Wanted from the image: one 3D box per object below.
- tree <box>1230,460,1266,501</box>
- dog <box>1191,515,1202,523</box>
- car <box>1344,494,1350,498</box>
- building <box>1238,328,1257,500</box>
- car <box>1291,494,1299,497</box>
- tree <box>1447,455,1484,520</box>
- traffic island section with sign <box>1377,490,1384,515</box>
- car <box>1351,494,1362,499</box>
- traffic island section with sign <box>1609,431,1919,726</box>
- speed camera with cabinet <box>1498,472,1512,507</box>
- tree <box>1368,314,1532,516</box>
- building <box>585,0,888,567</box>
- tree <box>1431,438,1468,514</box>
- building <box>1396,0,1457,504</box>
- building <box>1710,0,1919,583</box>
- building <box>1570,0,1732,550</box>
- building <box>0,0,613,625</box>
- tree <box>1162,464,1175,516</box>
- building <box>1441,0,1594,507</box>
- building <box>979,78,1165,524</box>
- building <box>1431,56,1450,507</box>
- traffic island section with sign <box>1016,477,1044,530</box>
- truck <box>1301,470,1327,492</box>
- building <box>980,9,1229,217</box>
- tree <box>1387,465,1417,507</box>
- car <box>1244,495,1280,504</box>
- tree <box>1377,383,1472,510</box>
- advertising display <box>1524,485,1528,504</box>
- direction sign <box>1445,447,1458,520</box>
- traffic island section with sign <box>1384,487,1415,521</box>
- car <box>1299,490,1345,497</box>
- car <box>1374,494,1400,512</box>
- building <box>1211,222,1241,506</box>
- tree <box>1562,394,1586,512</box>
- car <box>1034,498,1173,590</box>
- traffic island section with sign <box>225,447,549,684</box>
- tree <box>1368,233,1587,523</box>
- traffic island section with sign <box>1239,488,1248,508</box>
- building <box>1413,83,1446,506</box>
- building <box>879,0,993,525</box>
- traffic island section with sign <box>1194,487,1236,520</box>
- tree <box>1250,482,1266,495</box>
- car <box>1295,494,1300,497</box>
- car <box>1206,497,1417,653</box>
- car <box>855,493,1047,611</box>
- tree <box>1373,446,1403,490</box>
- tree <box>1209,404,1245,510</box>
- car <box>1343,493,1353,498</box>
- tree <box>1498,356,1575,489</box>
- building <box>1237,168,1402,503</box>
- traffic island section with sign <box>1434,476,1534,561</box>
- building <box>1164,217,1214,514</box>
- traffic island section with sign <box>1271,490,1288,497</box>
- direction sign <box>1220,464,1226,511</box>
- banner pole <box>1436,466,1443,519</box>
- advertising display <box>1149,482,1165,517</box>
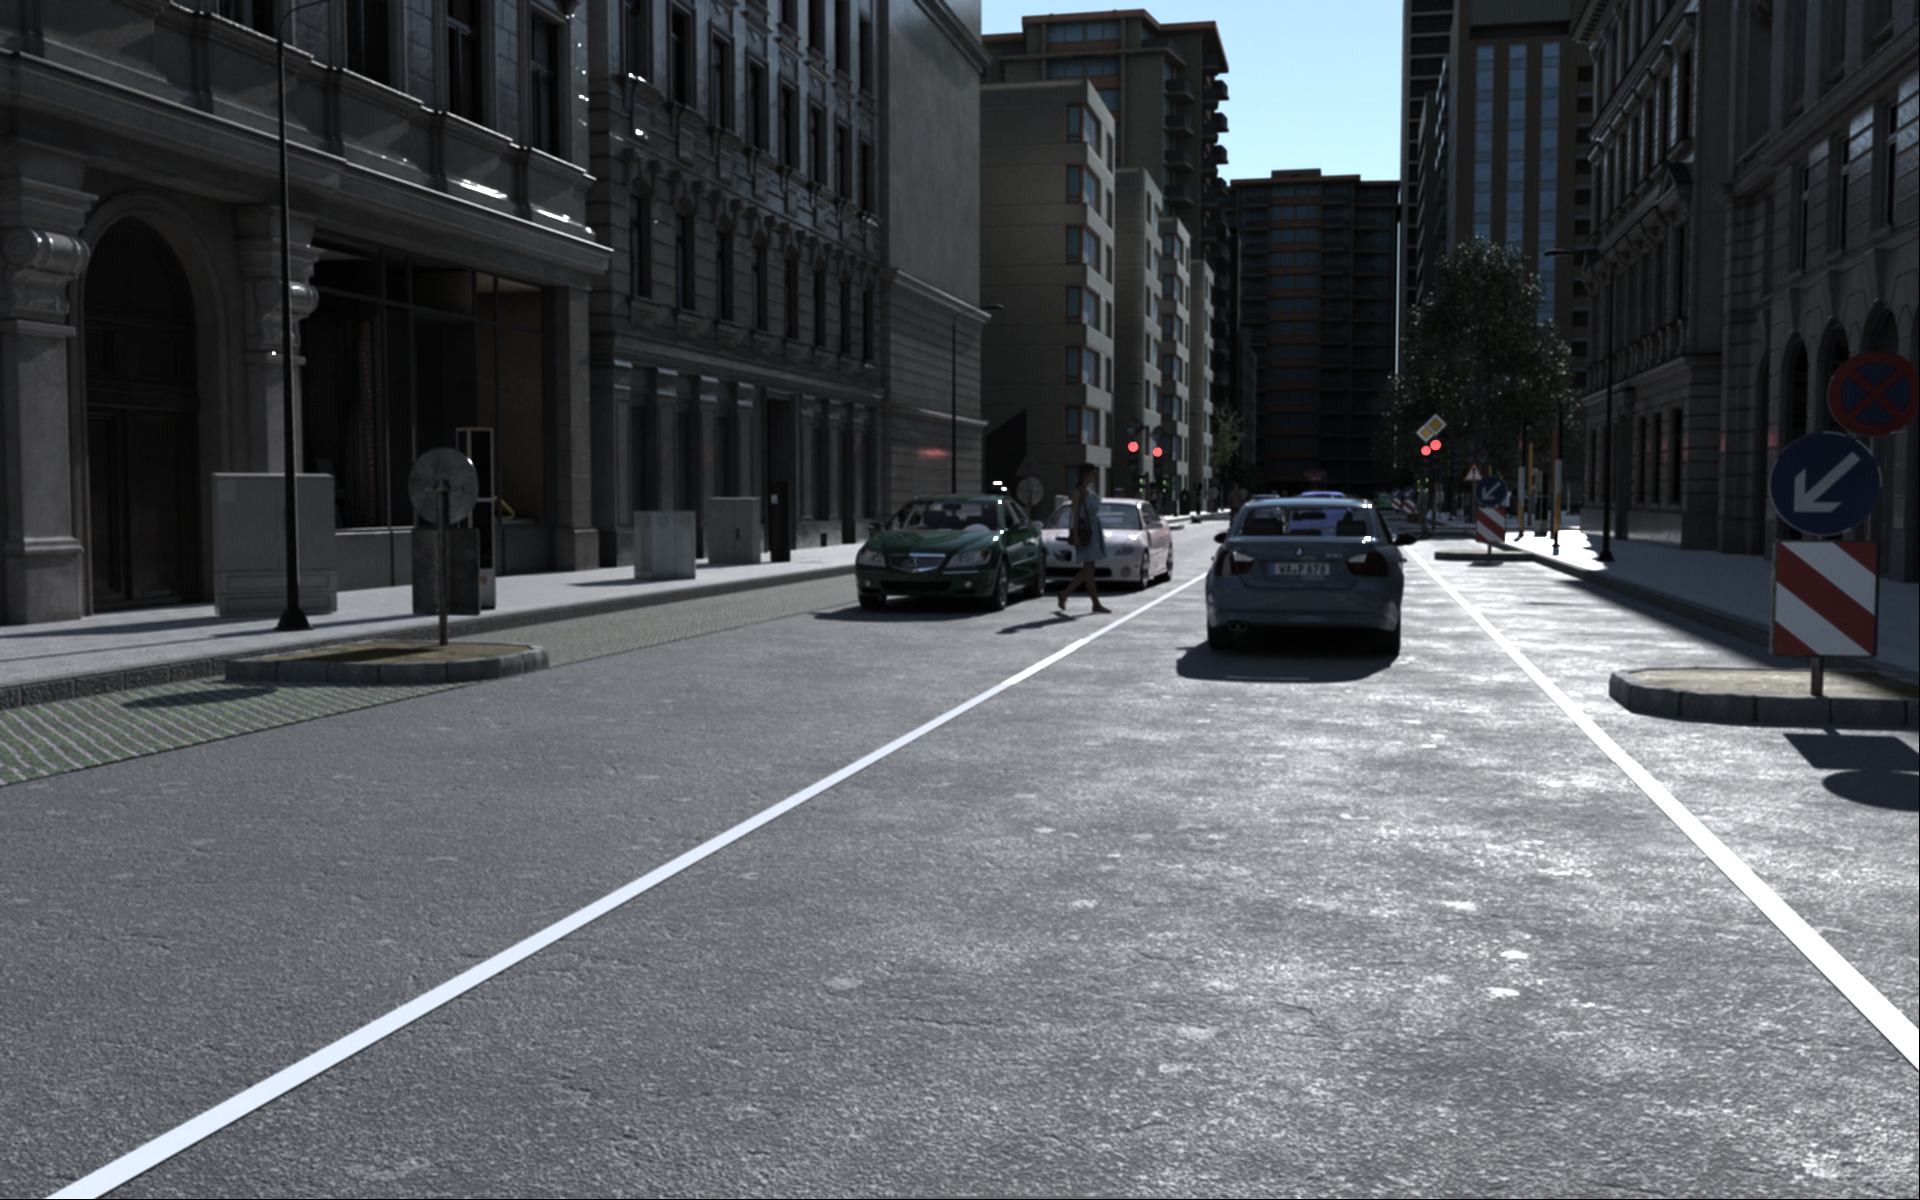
[{"bbox_3d":[27.725,-11.195,166.747,4.285,4.588,4.351,0,3,0],"label":"tree"},{"bbox_3d":[11.486,-3.925,84.374,0.550,0.427,0.748,-2,4,-33],"label":"dog"},{"bbox_3d":[20.719,-5.094,95.083,2.131,1.459,4.920,1,4,13],"label":"car"},{"bbox_3d":[19.865,-22.095,206.300,28.899,21.520,27.650,1,4,13],"label":"building"},{"bbox_3d":[32.367,-9.391,165.335,2.131,1.459,4.920,1,4,14],"label":"car"},{"bbox_3d":[24.987,-5.566,85.607,1.663,3.219,1.824,0,3,0],"label":"tree"},{"bbox_3d":[29.897,-6.765,119.227,1.989,1.847,2.006,1,4,13],"label":"traffic island section with sign"},{"bbox_3d":[43.316,-11.132,190.804,1.959,1.807,4.718,1,4,13],"label":"car"},{"bbox_3d":[5.534,-0.191,11.743,1.989,1.847,2.006,1,4,13],"label":"traffic island section with sign"},{"bbox_3d":[41.158,-8.352,130.896,0.660,3.252,2.038,-1,4,-9],"label":"speed camera with cabinet"},{"bbox_3d":[29.680,-11.792,103.165,12.009,13.543,11.850,0,3,0],"label":"tree"},{"bbox_3d":[-8.599,-11.635,39.390,9.793,20.994,18.267,1,4,13],"label":"building"},{"bbox_3d":[31.556,-10.002,113.895,4.360,8.622,3.978,0,3,0],"label":"tree"},{"bbox_3d":[69.388,-48.508,231.359,20.611,71.187,20.563,1,4,13],"label":"building"},{"bbox_3d":[19.716,-11.184,24.663,13.314,21.916,24.055,1,4,13],"label":"building"},{"bbox_3d":[23.058,-11.140,46.765,10.561,19.102,19.286,1,4,13],"label":"building"},{"bbox_3d":[-14.855,-9.766,10.579,10.553,20.767,40.483,1,4,13],"label":"building"},{"bbox_3d":[12.230,-6.641,103.175,1.663,3.219,1.824,0,3,0],"label":"tree"},{"bbox_3d":[49.848,-30.621,150.760,14.600,45.320,14.200,1,4,13],"label":"building"},{"bbox_3d":[-5.004,-14.943,89.352,27.650,21.520,28.899,1,4,13],"label":"building"},{"bbox_3d":[58.826,-33.767,171.702,23.786,49.044,30.456,1,4,13],"label":"building"},{"bbox_3d":[1.605,-1.959,40.651,1.989,1.847,2.006,1,4,13],"label":"traffic island section with sign"},{"bbox_3d":[41.427,-13.045,202.202,2.839,4.237,11.283,1,4,13],"label":"truck"},{"bbox_3d":[13.238,-30.989,161.293,22.147,44.769,28.867,1,4,13],"label":"building"},{"bbox_3d":[43.724,-11.488,171.535,4.285,4.588,4.351,0,3,0],"label":"tree"},{"bbox_3d":[13.880,-4.076,78.651,2.014,1.417,4.499,1,4,14],"label":"car"},{"bbox_3d":[38.123,-13.190,141.405,9.928,11.665,9.643,0,3,0],"label":"tree"},{"bbox_3d":[40.153,-7.127,121.742,0.974,1.923,0.123,2,4,35],"label":"advertising display"},{"bbox_3d":[23.864,-5.636,84.139,0.876,3.537,0.379,-2,4,-32],"label":"direction sign"},{"bbox_3d":[23.877,-5.141,92.680,1.989,1.847,2.006,1,4,13],"label":"traffic island section with sign"},{"bbox_3d":[9.579,-2.220,45.887,1.945,1.707,3.694,1,4,11],"label":"car"},{"bbox_3d":[32.224,-7.445,130.516,1.959,1.807,4.718,1,4,13],"label":"car"},{"bbox_3d":[21.848,-25.081,181.775,14.160,30.474,14.107,1,4,13],"label":"building"},{"bbox_3d":[43.021,-10.503,122.085,4.360,8.622,3.978,0,3,0],"label":"tree"},{"bbox_3d":[2.251,-0.923,27.451,2.083,1.381,4.827,1,4,14],"label":"car"},{"bbox_3d":[-4.446,-0.326,13.956,1.989,1.847,2.006,1,4,13],"label":"traffic island section with sign"},{"bbox_3d":[22.924,-9.740,76.263,9.611,12.733,9.660,0,3,0],"label":"tree"},{"bbox_3d":[19.830,-6.876,121.043,1.989,1.847,2.006,1,4,13],"label":"traffic island section with sign"},{"bbox_3d":[63.345,-35.085,197.343,21.300,48.544,21.600,1,4,13],"label":"building"},{"bbox_3d":[-16.868,-14.572,57.344,34.723,24.649,14.460,1,4,13],"label":"building"},{"bbox_3d":[13.836,-5.257,94.583,1.989,1.847,2.006,1,4,13],"label":"traffic island section with sign"},{"bbox_3d":[34.005,-12.277,195.334,1.663,3.219,1.824,0,3,0],"label":"tree"},{"bbox_3d":[10.939,-2.543,53.375,2.131,1.459,4.920,1,4,11],"label":"car"},{"bbox_3d":[3.455,-0.308,17.034,2.014,1.417,4.499,1,4,14],"label":"car"},{"bbox_3d":[-0.025,-0.680,22.920,2.131,1.459,4.920,1,4,12],"label":"car"},{"bbox_3d":[53.915,-16.256,216.145,4.737,8.622,4.395,0,3,0],"label":"tree"},{"bbox_3d":[21.094,-11.636,140.607,4.360,8.622,3.978,0,3,0],"label":"tree"},{"bbox_3d":[25.348,-6.481,115.001,2.155,1.783,4.494,1,4,14],"label":"car"},{"bbox_3d":[28.632,-8.298,86.040,4.737,8.622,4.395,0,3,0],"label":"tree"},{"bbox_3d":[44.980,-35.582,236.385,28.867,44.769,22.147,1,4,13],"label":"building"},{"bbox_3d":[11.483,-1.799,38.036,1.989,1.847,2.006,1,4,13],"label":"traffic island section with sign"},{"bbox_3d":[3.234,-17.138,125.252,27.650,21.520,28.899,1,4,13],"label":"building"},{"bbox_3d":[30.880,-9.854,169.732,1.989,1.847,2.006,1,4,13],"label":"traffic island section with sign"},{"bbox_3d":[19.791,-8.467,130.436,0.379,3.537,0.876,-1,4,-19],"label":"direction sign"},{"bbox_3d":[25.140,-6.156,90.663,0.401,3.779,0.863,1,4,17],"label":"banner pole"},{"bbox_3d":[10.643,-5.401,93.525,0.974,1.923,0.123,3,5,43],"label":"advertising display"}]
